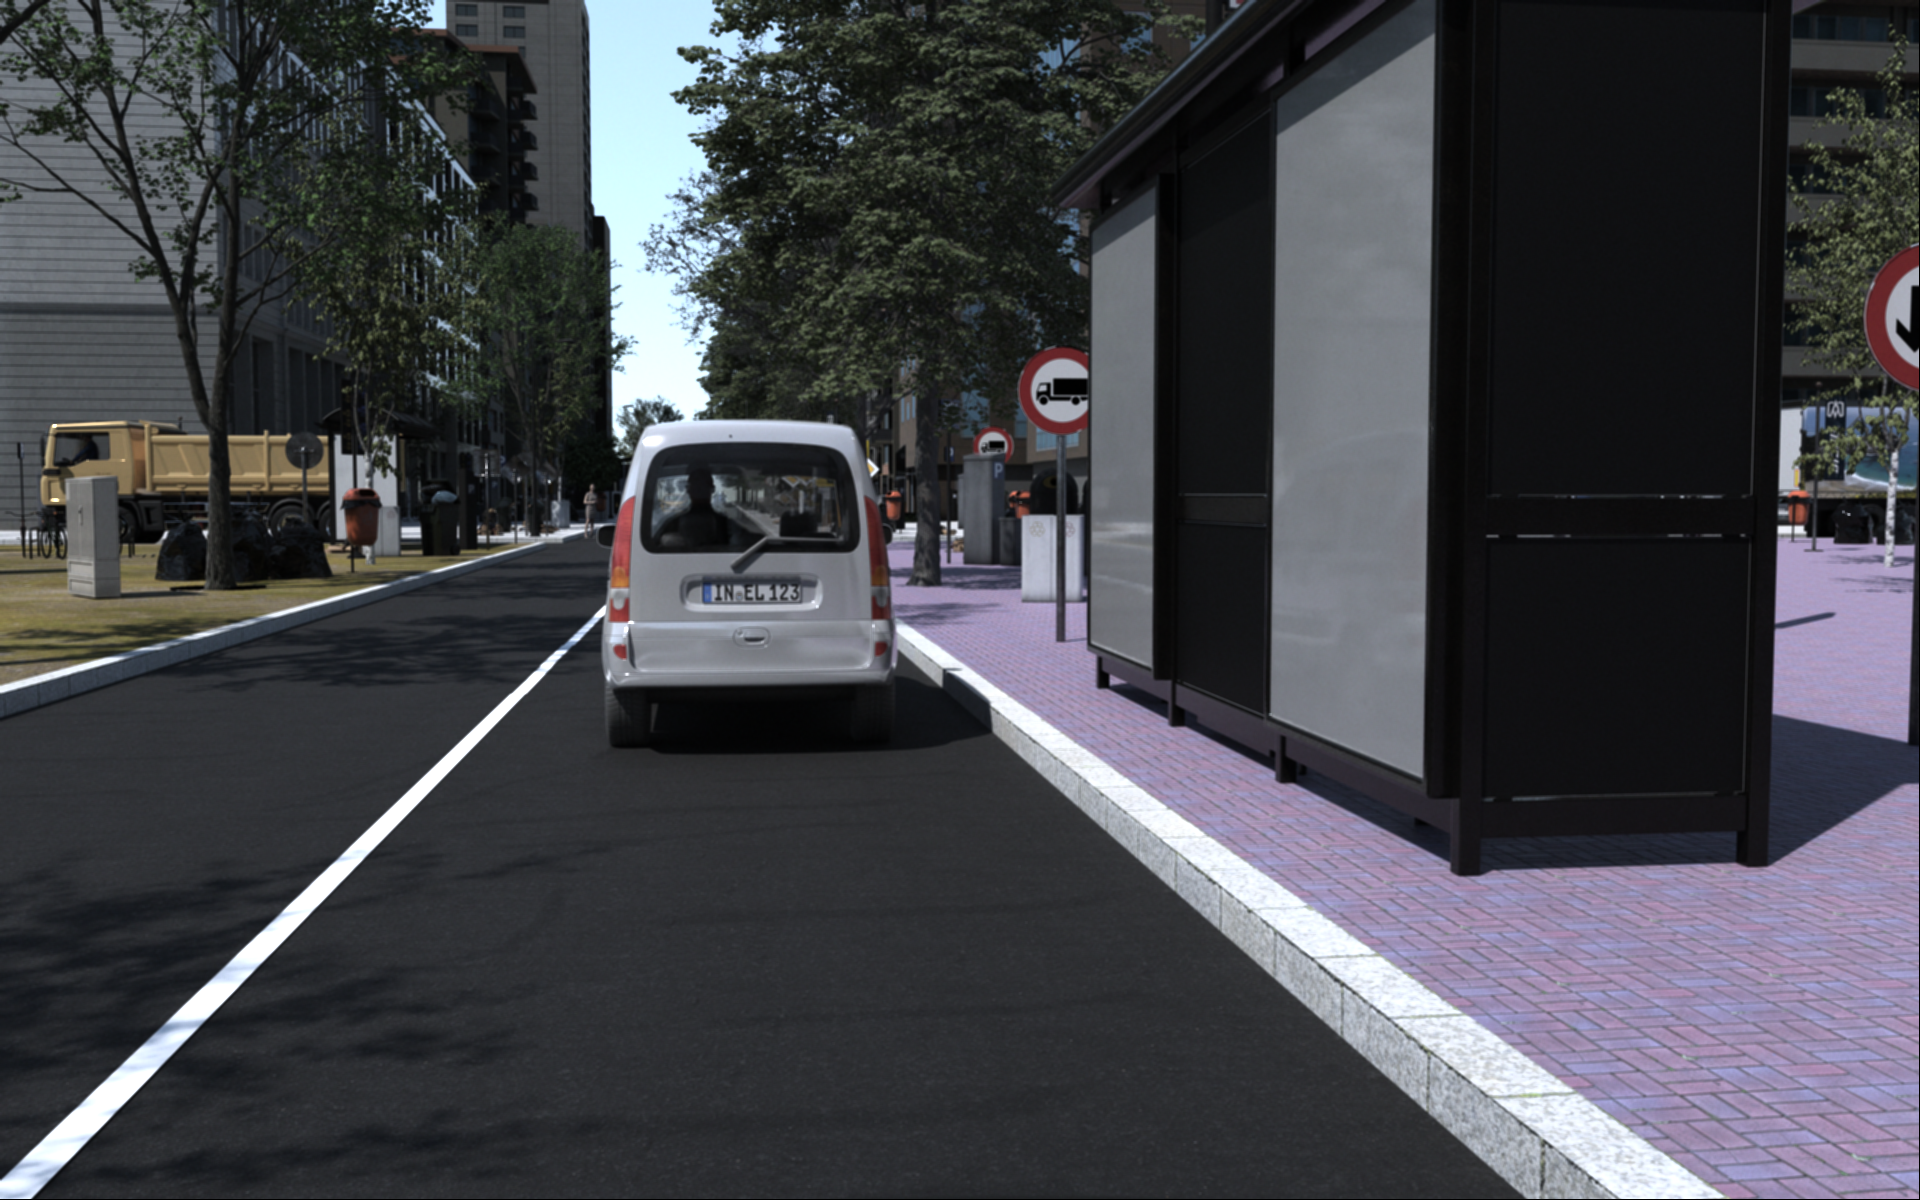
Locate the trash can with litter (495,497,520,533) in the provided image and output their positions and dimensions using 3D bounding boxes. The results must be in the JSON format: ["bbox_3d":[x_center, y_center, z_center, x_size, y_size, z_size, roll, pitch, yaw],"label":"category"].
[{"bbox_3d":[-15.156,-2.813,57.383,0.624,1.170,1.055,0,4,7],"label":"trash can with litter"}]

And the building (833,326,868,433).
[{"bbox_3d":[-10.238,-28.102,231.175,14.160,30.474,14.107,0,4,-8],"label":"building"}]

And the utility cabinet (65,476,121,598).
[{"bbox_3d":[-10.794,-0.786,21.524,0.318,1.500,1.173,-3,5,-41],"label":"utility cabinet"}]

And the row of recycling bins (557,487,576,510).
[{"bbox_3d":[-24.105,-6.136,107.439,1.069,1.692,3.534,-2,4,-30],"label":"row of recycling bins"}]

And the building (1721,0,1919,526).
[{"bbox_3d":[39.872,-27.872,79.409,21.600,48.544,21.300,0,4,-8],"label":"building"}]

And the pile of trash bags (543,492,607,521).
[{"bbox_3d":[-18.687,-4.488,83.130,3.447,1.369,1.912,-1,4,-8],"label":"pile of trash bags"}]

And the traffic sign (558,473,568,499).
[{"bbox_3d":[-22.542,-6.017,98.486,0.768,2.556,0.104,0,4,2],"label":"traffic sign"}]

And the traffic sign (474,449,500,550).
[{"bbox_3d":[-10.766,-2.283,39.460,0.606,2.300,0.079,0,4,1],"label":"traffic sign"}]

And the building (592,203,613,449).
[{"bbox_3d":[-61.629,-37.881,269.472,14.600,45.320,14.200,0,4,-8],"label":"building"}]

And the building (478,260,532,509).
[{"bbox_3d":[-49.796,-17.914,137.933,27.650,21.520,28.899,0,4,-8],"label":"building"}]

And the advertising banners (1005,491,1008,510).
[{"bbox_3d":[1.480,-4.295,66.418,0.090,3.025,2.074,1,4,21],"label":"advertising banners"}]

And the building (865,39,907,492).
[{"bbox_3d":[2.574,-30.858,159.155,22.147,44.769,28.867,0,4,-8],"label":"building"}]

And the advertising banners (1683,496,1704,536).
[{"bbox_3d":[16.035,-2.536,37.644,0.090,3.025,2.074,3,4,38],"label":"advertising banners"}]

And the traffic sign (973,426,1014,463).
[{"bbox_3d":[0.617,-1.980,32.474,0.768,2.556,0.104,0,4,-1],"label":"traffic sign"}]

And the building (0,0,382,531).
[{"bbox_3d":[-33.490,-18.164,74.470,11.434,29.767,29.804,0,4,-8],"label":"building"}]

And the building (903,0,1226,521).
[{"bbox_3d":[4.443,-26.860,89.272,14.600,45.320,14.200,0,4,-8],"label":"building"}]

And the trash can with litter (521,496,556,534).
[{"bbox_3d":[-13.612,-2.755,56.436,1.055,1.170,0.624,2,4,29],"label":"trash can with litter"}]

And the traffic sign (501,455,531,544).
[{"bbox_3d":[-11.351,-2.483,44.236,0.795,2.450,0.064,0,4,-8],"label":"traffic sign"}]

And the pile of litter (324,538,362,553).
[{"bbox_3d":[-13.234,-1.457,37.784,1.176,0.858,1.719,-3,5,-41],"label":"pile of litter"}]

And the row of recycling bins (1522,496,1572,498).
[{"bbox_3d":[27.078,-4.426,79.482,3.534,1.692,1.069,-2,4,-26],"label":"row of recycling bins"}]

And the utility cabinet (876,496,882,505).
[{"bbox_3d":[-3.268,-3.077,61.476,1.020,1.237,0.306,0,4,1],"label":"utility cabinet"}]

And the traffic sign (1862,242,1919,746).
[{"bbox_3d":[4.894,-0.530,8.779,0.768,2.556,0.104,0,4,-4],"label":"traffic sign"}]

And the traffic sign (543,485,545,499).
[{"bbox_3d":[-21.686,-5.523,90.300,0.884,2.594,0.081,0,3,0],"label":"traffic sign"}]

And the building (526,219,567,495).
[{"bbox_3d":[-65.500,-32.778,227.794,32.217,40.220,23.993,0,4,-8],"label":"building"}]

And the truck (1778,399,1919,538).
[{"bbox_3d":[30.257,-3.921,53.017,11.283,4.237,2.839,0,4,-7],"label":"truck"}]

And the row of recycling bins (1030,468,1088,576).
[{"bbox_3d":[2.655,-1.221,27.071,3.534,1.692,1.069,2,4,33],"label":"row of recycling bins"}]

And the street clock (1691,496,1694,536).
[{"bbox_3d":[16.700,-2.135,39.474,0.471,2.002,0.358,1,4,11],"label":"street clock"}]

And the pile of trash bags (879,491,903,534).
[{"bbox_3d":[-2.849,-2.899,57.148,1.912,1.369,3.447,-2,4,-31],"label":"pile of trash bags"}]

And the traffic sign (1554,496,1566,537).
[{"bbox_3d":[4.297,-0.751,12.391,0.768,2.556,0.104,0,4,-6],"label":"traffic sign"}]

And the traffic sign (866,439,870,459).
[{"bbox_3d":[-4.444,-4.282,63.876,2.265,3.308,0.079,0,4,-2],"label":"traffic sign"}]

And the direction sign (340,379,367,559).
[{"bbox_3d":[-12.060,-2.601,34.519,0.379,3.537,0.876,1,4,13],"label":"direction sign"}]

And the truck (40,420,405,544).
[{"bbox_3d":[-20.263,-3.114,46.843,9.791,3.379,3.469,0,4,-8],"label":"truck"}]

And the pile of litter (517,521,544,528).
[{"bbox_3d":[-16.426,-3.249,67.083,1.719,0.858,1.176,-3,5,-40],"label":"pile of litter"}]

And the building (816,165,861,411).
[{"bbox_3d":[-9.607,-38.271,249.431,21.300,48.544,21.600,0,4,-8],"label":"building"}]

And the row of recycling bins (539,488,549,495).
[{"bbox_3d":[-28.700,-6.892,119.794,1.069,1.692,3.534,-1,4,-10],"label":"row of recycling bins"}]

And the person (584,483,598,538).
[{"bbox_3d":[-12.003,-2.909,56.401,0.374,1.781,0.599,3,5,44],"label":"person"}]

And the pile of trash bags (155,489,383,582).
[{"bbox_3d":[-10.453,-1.040,26.758,1.912,1.369,3.447,2,4,34],"label":"pile of trash bags"}]

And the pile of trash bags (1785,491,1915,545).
[{"bbox_3d":[23.227,-2.165,45.145,1.912,1.369,3.447,-3,4,-37],"label":"pile of trash bags"}]

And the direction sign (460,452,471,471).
[{"bbox_3d":[-26.819,-6.240,94.025,0.379,3.537,0.876,1,4,19],"label":"direction sign"}]

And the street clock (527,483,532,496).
[{"bbox_3d":[-26.621,-6.276,107.176,0.471,2.002,0.358,-3,5,-44],"label":"street clock"}]

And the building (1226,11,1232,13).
[{"bbox_3d":[10.964,-25.807,72.049,14.200,45.320,14.600,0,4,-8],"label":"building"}]

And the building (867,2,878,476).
[{"bbox_3d":[-0.907,-45.538,182.796,20.563,71.187,20.611,0,4,-8],"label":"building"}]

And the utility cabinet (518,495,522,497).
[{"bbox_3d":[-29.943,-6.568,118.548,0.306,1.237,1.020,0,4,6],"label":"utility cabinet"}]

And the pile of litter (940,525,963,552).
[{"bbox_3d":[0.311,-1.519,38.805,1.719,0.858,1.176,-3,4,-37],"label":"pile of litter"}]

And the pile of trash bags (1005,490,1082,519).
[{"bbox_3d":[2.974,-2.882,56.875,3.447,1.369,1.912,3,5,41],"label":"pile of trash bags"}]

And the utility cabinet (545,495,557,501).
[{"bbox_3d":[-26.510,-6.196,112.473,0.306,1.237,1.020,2,4,35],"label":"utility cabinet"}]

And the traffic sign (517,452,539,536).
[{"bbox_3d":[-13.217,-3.221,52.767,0.768,2.556,0.104,0,4,-5],"label":"traffic sign"}]

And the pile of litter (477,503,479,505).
[{"bbox_3d":[-28.462,-5.431,102.769,1.176,0.858,1.719,0,4,-3],"label":"pile of litter"}]

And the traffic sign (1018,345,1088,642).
[{"bbox_3d":[0.876,-0.908,14.957,0.768,2.556,0.104,0,4,-3],"label":"traffic sign"}]

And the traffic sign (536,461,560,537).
[{"bbox_3d":[-12.445,-2.967,52.146,0.795,2.450,0.064,0,4,-8],"label":"traffic sign"}]

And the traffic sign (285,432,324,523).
[{"bbox_3d":[-13.388,-2.158,35.394,0.768,2.556,0.104,0,4,-2],"label":"traffic sign"}]

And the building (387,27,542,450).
[{"bbox_3d":[-52.314,-31.276,165.979,22.147,44.769,28.867,0,4,-8],"label":"building"}]

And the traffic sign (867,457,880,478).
[{"bbox_3d":[-2.851,-3.170,53.014,0.795,2.450,0.064,0,4,-2],"label":"traffic sign"}]

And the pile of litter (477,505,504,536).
[{"bbox_3d":[-14.825,-2.438,53.825,1.176,0.858,1.719,-2,4,-28],"label":"pile of litter"}]

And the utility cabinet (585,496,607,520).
[{"bbox_3d":[-18.038,-4.568,85.850,1.020,1.237,0.306,0,4,1],"label":"utility cabinet"}]

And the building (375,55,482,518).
[{"bbox_3d":[-41.542,-18.420,105.682,19.350,26.468,34.151,0,4,-8],"label":"building"}]

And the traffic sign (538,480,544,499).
[{"bbox_3d":[-20.468,-5.120,84.901,0.795,2.450,0.064,0,4,-4],"label":"traffic sign"}]

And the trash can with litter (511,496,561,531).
[{"bbox_3d":[-14.913,-3.018,60.394,2.233,1.210,1.678,0,4,-7],"label":"trash can with litter"}]

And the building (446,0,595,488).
[{"bbox_3d":[-61.596,-49.661,250.216,20.563,71.187,20.611,0,4,-8],"label":"building"}]
